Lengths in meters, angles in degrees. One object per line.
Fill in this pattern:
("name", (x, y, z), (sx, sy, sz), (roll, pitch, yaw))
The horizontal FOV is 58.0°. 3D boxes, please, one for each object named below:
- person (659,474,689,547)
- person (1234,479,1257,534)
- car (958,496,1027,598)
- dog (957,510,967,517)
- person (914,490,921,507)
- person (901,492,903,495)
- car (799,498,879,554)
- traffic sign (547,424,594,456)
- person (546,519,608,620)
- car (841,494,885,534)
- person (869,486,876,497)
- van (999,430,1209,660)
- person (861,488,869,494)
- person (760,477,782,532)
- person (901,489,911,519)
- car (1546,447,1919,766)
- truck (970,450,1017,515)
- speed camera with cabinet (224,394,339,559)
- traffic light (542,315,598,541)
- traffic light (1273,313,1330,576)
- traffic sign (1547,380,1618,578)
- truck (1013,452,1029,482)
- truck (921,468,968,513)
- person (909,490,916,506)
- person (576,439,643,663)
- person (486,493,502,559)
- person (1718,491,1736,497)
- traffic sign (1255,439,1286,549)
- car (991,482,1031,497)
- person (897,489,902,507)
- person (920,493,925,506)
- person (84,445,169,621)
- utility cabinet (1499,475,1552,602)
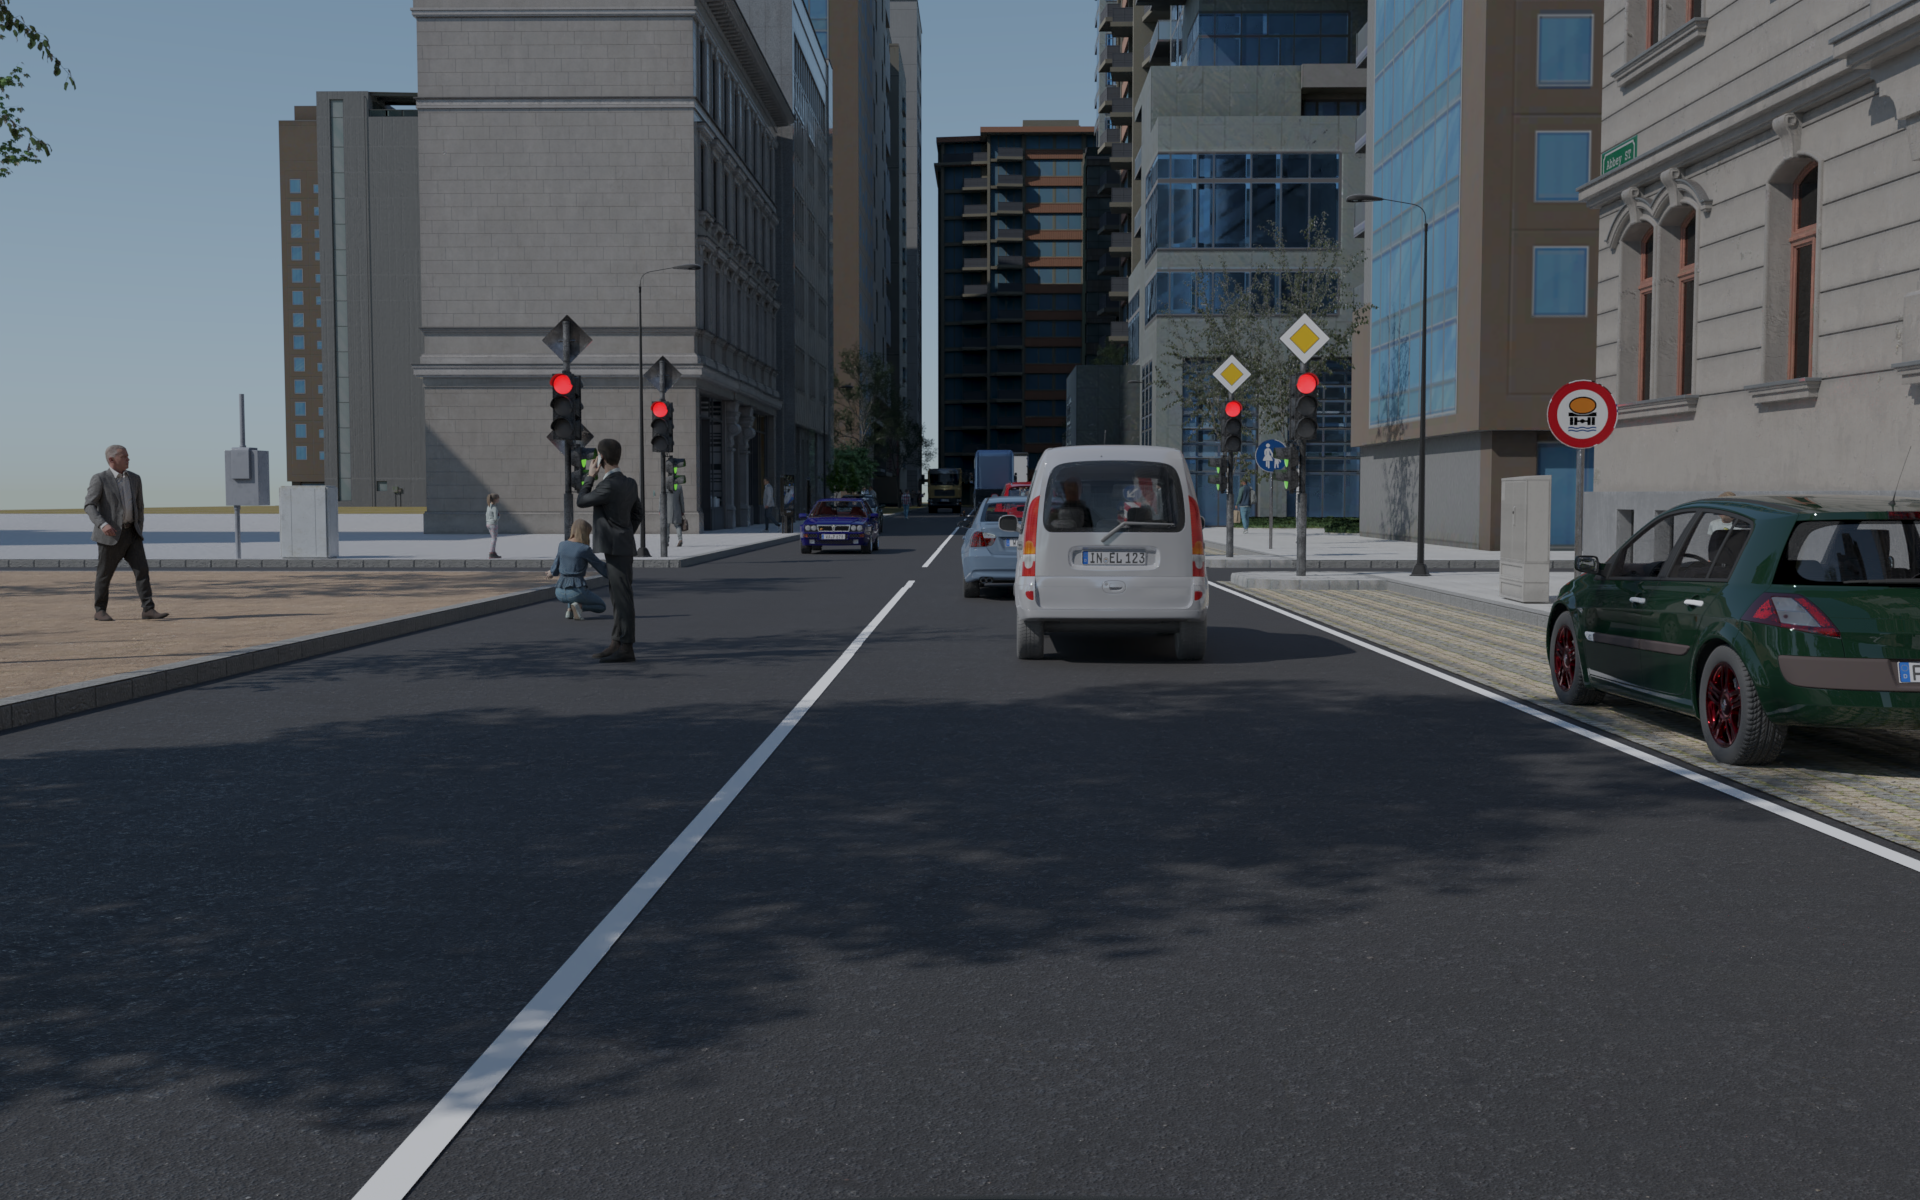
("person", (-7.014, -2.207, 42.235), (0.694, 1.812, 0.767), (-2, 4, -27))
("person", (9.131, -3.039, 55.716), (0.794, 1.824, 0.713), (-1, 4, -10))
("car", (0.950, -0.807, 25.205), (2.014, 1.417, 4.499), (0, 4, 2))
("dog", (0.108, -5.493, 110.003), (0.748, 0.427, 0.550), (-1, 4, -16))
("person", (-4.191, -9.981, 170.034), (0.742, 1.727, 0.445), (1, 4, 14))
("person", (-4.639, -8.311, 145.164), (0.697, 1.427, 0.421), (-3, 4, -37))
("car", (-2.949, -1.848, 42.797), (1.945, 1.354, 3.894), (0, 4, 1))
("traffic sign", (-6.261, -1.717, 27.800), (0.795, 2.593, 0.064), (0, 4, 8))
("person", (-4.421, -0.363, 19.938), (1.012, 1.151, 0.738), (2, 4, 24))
("car", (-3.731, -3.287, 63.523), (2.009, 1.686, 4.222), (0, 4, -1))
("person", (-4.143, -4.612, 83.757), (0.795, 1.843, 0.661), (1, 4, 14))
("van", (1.361, -0.572, 16.365), (2.013, 2.044, 4.112), (0, 4, 2))
("person", (-6.008, -6.359, 110.277), (0.793, 1.790, 0.793), (1, 4, 19))
("person", (-6.330, -3.189, 58.028), (0.795, 1.843, 0.661), (0, 4, -2))
("person", (-3.056, -5.426, 98.058), (0.563, 1.720, 0.643), (2, 4, 28))
("car", (4.903, -0.043, 10.482), (2.009, 1.686, 4.222), (0, 4, 2))
("truck", (2.151, -6.754, 100.183), (2.967, 4.110, 18.799), (0, 4, 0))
("speed camera with cabinet", (-13.485, -2.453, 34.441), (2.038, 3.252, 0.660), (0, 4, 1))
("traffic light", (-6.136, -2.340, 27.176), (0.839, 4.253, 0.868), (0, 4, 1))
("traffic light", (5.325, -2.330, 27.012), (0.839, 4.253, 0.868), (0, 4, 1))
("traffic sign", (6.935, -1.179, 19.382), (0.768, 2.556, 0.104), (0, 4, 7))
("truck", (3.495, -8.158, 122.289), (2.839, 4.237, 11.283), (0, 4, 1))
("truck", (-1.165, -8.374, 132.840), (3.469, 3.379, 9.791), (0, 4, 0))
("person", (-4.949, -10.837, 183.754), (0.617, 1.759, 0.750), (3, 5, 43))
("person", (-2.998, -0.425, 14.810), (0.474, 1.900, 0.648), (0, 4, 3))
("person", (-9.269, -1.476, 34.462), (0.425, 1.301, 0.394), (3, 4, 36))
("person", (6.757, -0.306, 15.292), (0.306, 1.304, 0.590), (2, 4, 29))
("traffic sign", (7.259, -2.464, 40.390), (0.768, 2.556, 0.104), (0, 4, 5))
("car", (2.122, -2.773, 54.015), (2.281, 1.827, 5.304), (0, 3, 0))
("person", (-5.578, -9.356, 159.733), (0.721, 1.735, 1.217), (1, 4, 11))
("person", (-3.986, -10.530, 181.448), (0.697, 1.427, 0.421), (-1, 4, -14))
("person", (-8.416, -0.674, 17.457), (0.834, 1.777, 0.661), (1, 4, 21))
("utility cabinet", (6.750, -0.738, 20.745), (0.318, 1.500, 1.173), (0, 4, 4))
